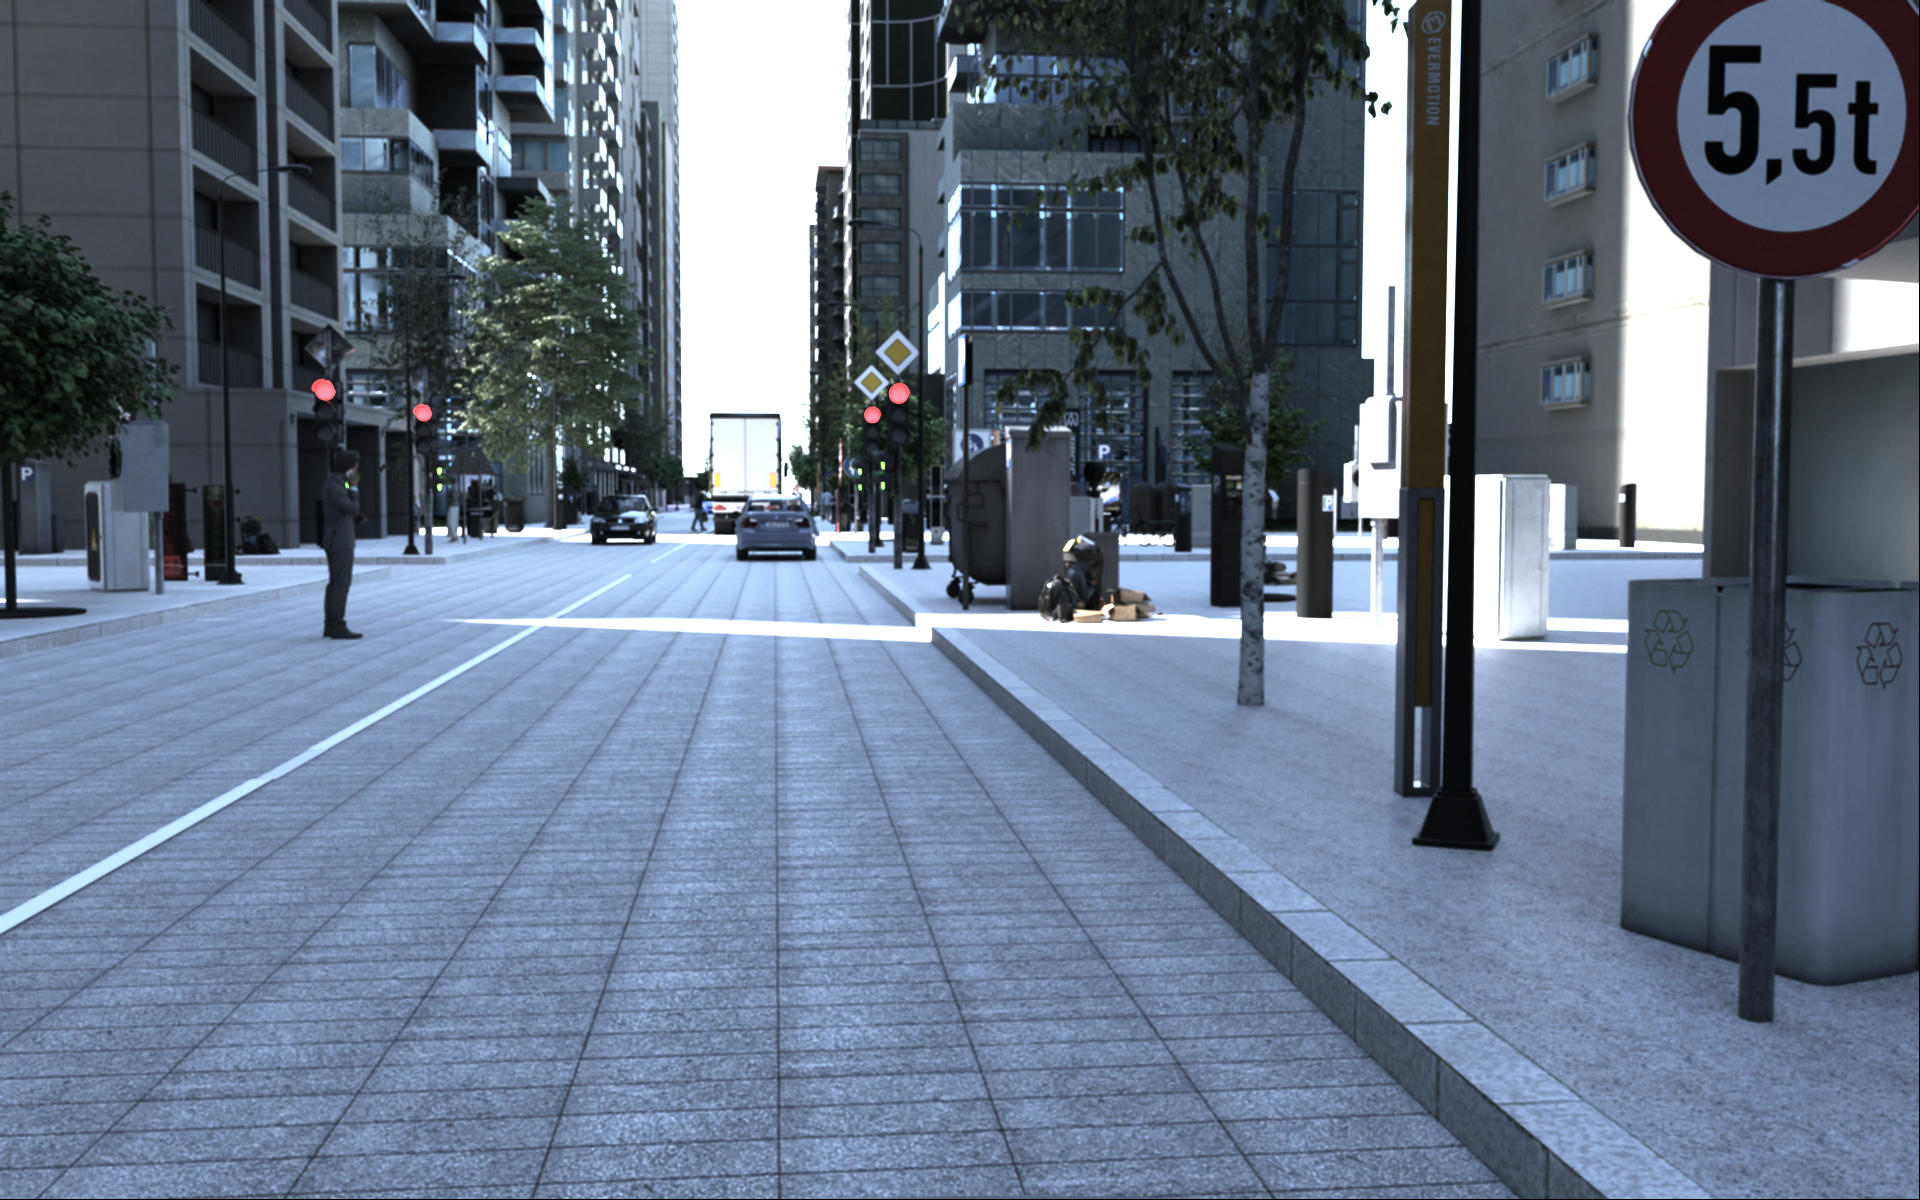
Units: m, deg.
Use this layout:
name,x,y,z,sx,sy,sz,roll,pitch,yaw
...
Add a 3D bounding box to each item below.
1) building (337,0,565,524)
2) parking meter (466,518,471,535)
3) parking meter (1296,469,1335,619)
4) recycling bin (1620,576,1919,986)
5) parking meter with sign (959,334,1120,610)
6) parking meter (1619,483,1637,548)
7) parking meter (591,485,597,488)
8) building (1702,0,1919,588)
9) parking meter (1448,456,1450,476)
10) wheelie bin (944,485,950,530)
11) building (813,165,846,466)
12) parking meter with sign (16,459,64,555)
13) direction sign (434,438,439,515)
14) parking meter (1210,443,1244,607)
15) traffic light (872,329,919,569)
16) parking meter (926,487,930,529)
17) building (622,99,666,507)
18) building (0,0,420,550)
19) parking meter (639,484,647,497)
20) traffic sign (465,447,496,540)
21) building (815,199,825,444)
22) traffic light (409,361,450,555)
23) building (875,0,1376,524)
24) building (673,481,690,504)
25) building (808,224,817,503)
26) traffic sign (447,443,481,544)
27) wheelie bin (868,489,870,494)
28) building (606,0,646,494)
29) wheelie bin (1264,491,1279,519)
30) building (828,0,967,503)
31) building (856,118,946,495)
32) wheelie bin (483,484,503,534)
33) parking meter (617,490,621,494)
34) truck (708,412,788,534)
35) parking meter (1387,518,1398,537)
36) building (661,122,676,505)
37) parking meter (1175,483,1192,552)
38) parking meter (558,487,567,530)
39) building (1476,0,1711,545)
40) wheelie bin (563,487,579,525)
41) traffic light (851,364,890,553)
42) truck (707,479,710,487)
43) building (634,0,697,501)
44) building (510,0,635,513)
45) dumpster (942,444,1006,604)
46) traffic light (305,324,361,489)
name,x,y,z,sx,sy,sz,roll,pitch,yaw
building,-31.040,-47.220,84.712,22.319,86.520,31.000,0,4,-6
parking meter,-15.156,-2.949,53.928,0.399,1.863,0.255,1,4,9
parking meter,3.679,-0.583,17.941,0.372,1.533,0.369,0,3,0
recycling bin,2.413,0.466,4.939,0.722,1.027,0.722,-2,4,-25
parking meter with sign,0.883,-1.404,19.214,1.738,3.016,0.543,0,4,-7
parking meter,15.888,-2.007,41.218,0.372,1.533,0.369,0,3,0
parking meter,-23.180,-6.361,109.713,0.399,1.863,0.255,1,4,14
building,20.476,-25.519,6.483,28.713,52.752,27.495,0,4,-6
parking meter,7.487,-1.296,26.898,0.255,1.863,0.399,0,4,-5
wheelie bin,-0.493,-3.272,61.400,0.693,1.594,0.980,0,4,-6
building,-7.979,-35.048,227.657,22.147,44.769,28.867,0,4,-6
parking meter with sign,-19.721,-2.488,36.941,0.543,3.016,1.738,0,4,-5
direction sign,-21.163,-4.761,69.835,0.379,3.537,0.876,-2,4,-35
parking meter,3.046,-0.858,19.747,0.255,1.863,0.399,-1,4,-15
traffic light,-1.084,-2.491,29.652,0.839,4.253,0.868,0,4,-6
parking meter,-1.054,-3.349,63.174,0.372,1.533,0.369,0,3,0
building,-37.398,-30.028,174.550,14.154,41.232,14.086,0,4,-6
building,-26.805,-37.247,47.246,20.563,71.187,20.611,0,4,-6
parking meter,-19.176,-6.064,104.864,0.399,1.863,0.255,1,4,22
traffic sign,-13.264,-2.927,47.866,0.884,2.594,0.081,0,4,-4
building,-13.691,-36.646,249.270,14.600,45.320,14.200,0,4,-6
traffic light,-11.240,-2.915,36.584,0.839,4.253,0.868,0,4,-6
building,7.486,-47.315,86.267,22.319,86.520,31.000,0,4,-6
building,-51.411,-32.418,221.921,32.217,40.220,23.993,0,4,-6
building,-16.064,-35.493,263.908,14.154,41.232,14.086,0,4,-6
traffic sign,-12.718,-2.716,44.403,0.884,2.594,0.081,0,4,0
wheelie bin,-5.560,-6.340,111.559,0.980,1.594,0.693,1,4,18
building,-42.499,-34.468,152.785,28.713,52.752,27.495,0,4,-6
wheelie bin,12.741,-3.899,71.656,0.693,1.594,0.980,3,4,37
building,-3.239,-45.032,174.521,20.563,71.187,20.611,0,4,-6
building,-1.247,-22.362,137.314,14.160,30.474,14.107,0,4,-6
wheelie bin,-15.270,-2.945,56.058,0.980,1.594,0.693,-2,4,-33
parking meter,-21.843,-6.244,110.494,0.372,1.533,0.369,0,3,0
truck,-7.882,-4.644,64.842,2.839,4.237,11.283,0,4,-5
parking meter,12.900,-2.814,51.728,0.399,1.863,0.255,-2,4,-29
building,-40.963,-33.845,203.473,14.600,45.320,14.200,0,4,-6
parking meter,4.963,-1.839,38.474,0.372,1.533,0.369,0,3,0
parking meter,-14.346,-3.296,62.294,0.372,1.533,0.369,0,3,0
building,27.901,-26.291,53.552,21.600,48.544,21.300,0,4,-6
wheelie bin,-16.433,-3.959,72.633,0.980,1.594,0.693,3,4,38
traffic light,-1.934,-2.977,37.592,0.839,4.253,0.868,0,4,-6
truck,-21.243,-10.270,156.823,2.839,4.237,11.283,0,4,-5
building,-47.601,-49.285,244.056,20.563,71.187,20.611,0,4,-6
building,-36.309,-30.879,124.473,23.786,49.044,30.456,0,4,-6
dumpster,0.502,-0.915,20.714,1.264,1.857,1.865,0,4,-6
traffic light,-10.391,-2.430,28.644,0.839,4.253,0.868,0,4,-6
